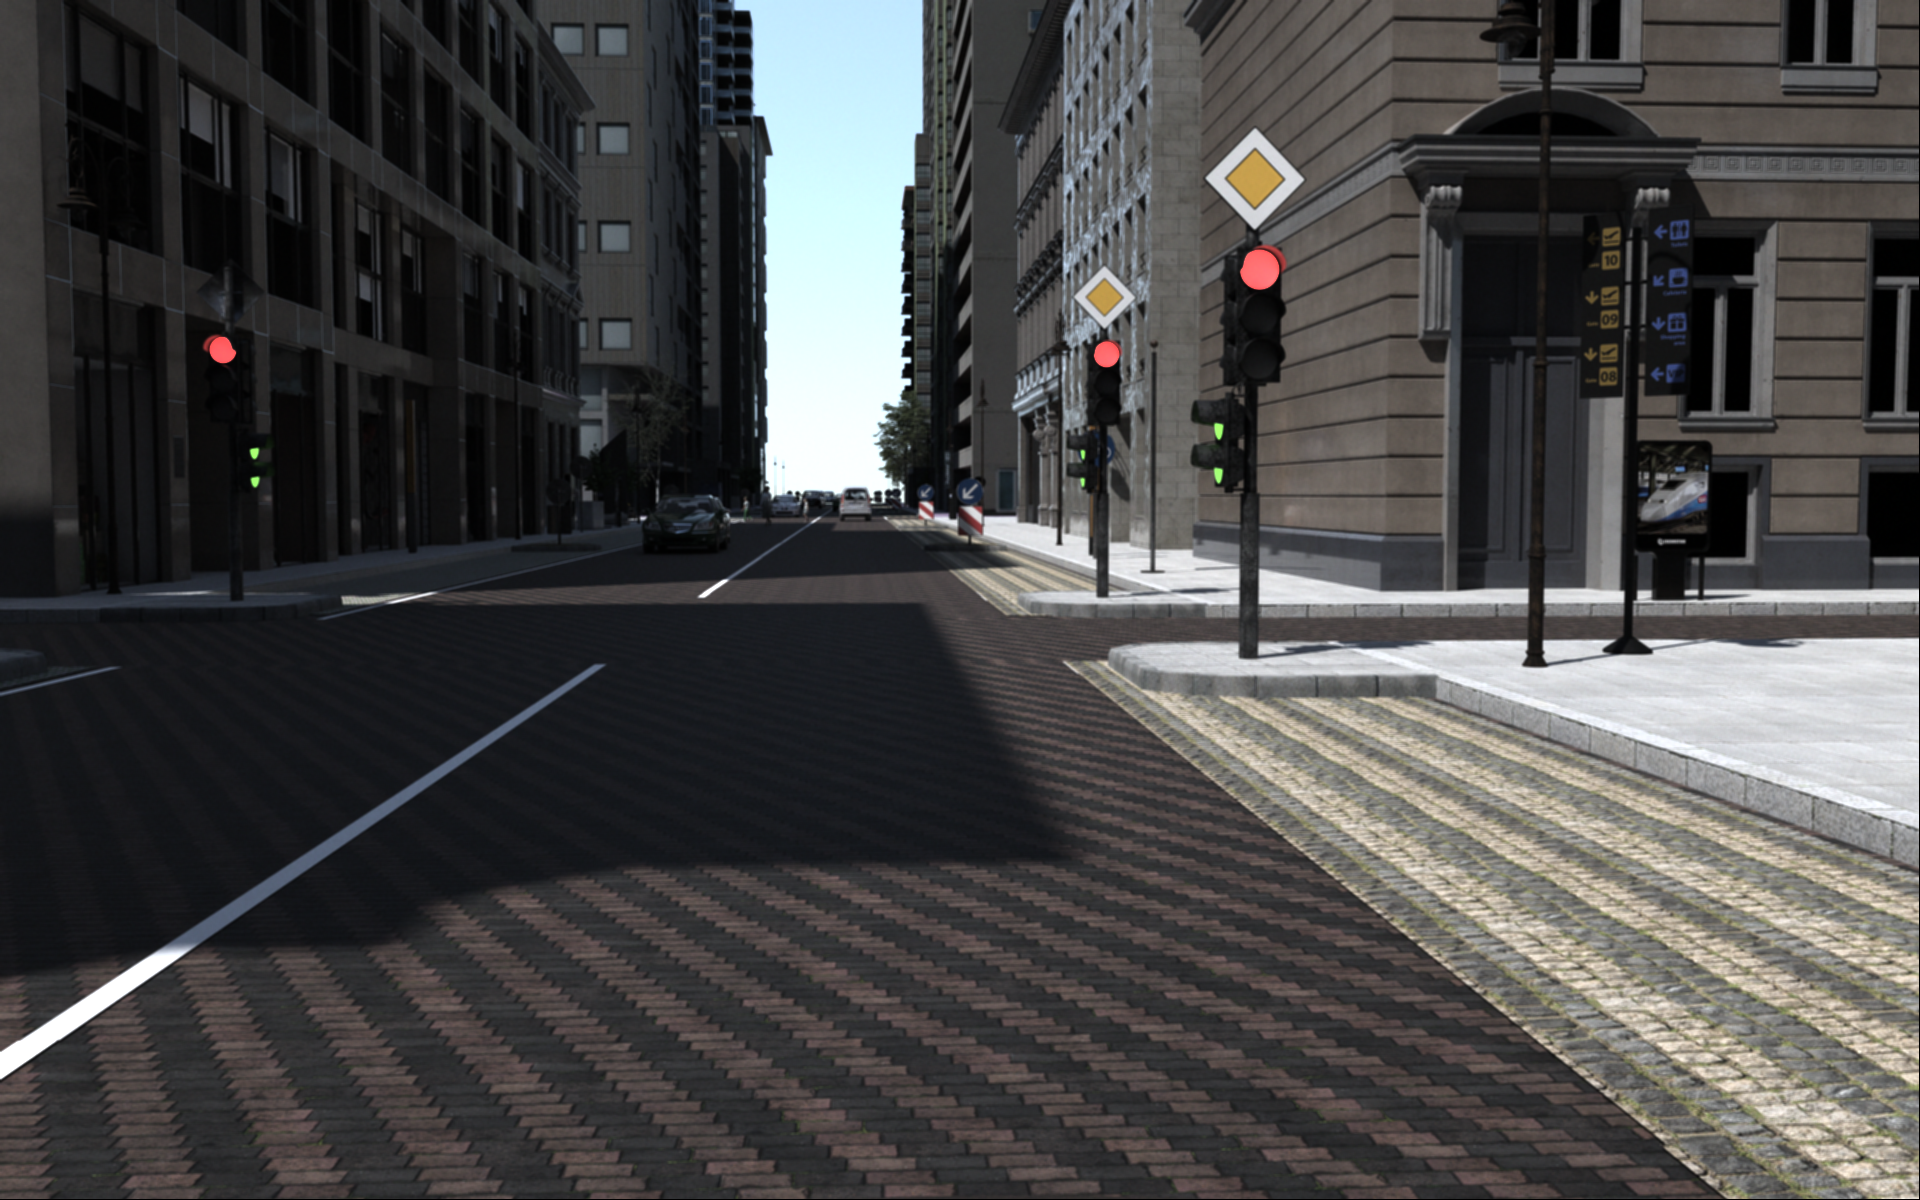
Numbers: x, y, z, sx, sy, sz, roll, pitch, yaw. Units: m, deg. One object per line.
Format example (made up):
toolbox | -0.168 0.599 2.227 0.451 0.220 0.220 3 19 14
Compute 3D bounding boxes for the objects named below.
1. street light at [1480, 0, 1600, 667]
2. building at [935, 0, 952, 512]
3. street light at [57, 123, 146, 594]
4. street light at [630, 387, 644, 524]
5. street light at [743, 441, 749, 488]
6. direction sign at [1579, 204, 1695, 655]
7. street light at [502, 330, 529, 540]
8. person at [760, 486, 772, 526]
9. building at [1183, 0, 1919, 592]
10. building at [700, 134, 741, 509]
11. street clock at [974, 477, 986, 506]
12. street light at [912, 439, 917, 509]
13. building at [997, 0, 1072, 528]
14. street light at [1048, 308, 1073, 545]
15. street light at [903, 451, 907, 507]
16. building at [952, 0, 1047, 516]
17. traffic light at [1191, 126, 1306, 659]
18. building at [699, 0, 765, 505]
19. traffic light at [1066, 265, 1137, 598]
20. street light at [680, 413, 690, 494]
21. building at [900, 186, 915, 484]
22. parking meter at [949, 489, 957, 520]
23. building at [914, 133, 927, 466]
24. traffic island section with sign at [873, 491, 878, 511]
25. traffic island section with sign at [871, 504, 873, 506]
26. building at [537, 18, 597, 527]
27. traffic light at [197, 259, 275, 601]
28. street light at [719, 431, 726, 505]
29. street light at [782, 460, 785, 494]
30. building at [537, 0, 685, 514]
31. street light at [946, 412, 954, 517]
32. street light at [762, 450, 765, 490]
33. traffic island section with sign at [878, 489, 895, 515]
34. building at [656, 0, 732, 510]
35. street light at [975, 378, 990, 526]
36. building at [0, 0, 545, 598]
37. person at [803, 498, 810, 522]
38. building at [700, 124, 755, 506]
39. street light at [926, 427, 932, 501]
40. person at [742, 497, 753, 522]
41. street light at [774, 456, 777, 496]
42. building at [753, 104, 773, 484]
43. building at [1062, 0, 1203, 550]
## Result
street light | 4.281 -2.442 12.718 0.468 5.910 1.993 0 4 -3
building | 4.878 -28.126 143.460 14.154 41.232 14.086 0 4 -3
street light | -10.883 -3.017 22.111 0.468 5.910 1.993 0 4 -3
street light | -13.940 -6.250 74.976 0.468 5.910 1.993 0 4 -3
street light | -18.558 -10.844 150.085 0.468 5.910 1.993 0 4 -3
direction sign | 5.399 -1.340 13.901 0.876 3.537 0.379 3 5 43
street light | -12.494 -4.648 48.790 0.468 5.910 1.993 0 4 -3
person | -8.651 -4.224 77.794 0.478 1.798 0.641 2 4 32
building | 14.860 -14.850 28.707 20.117 28.700 13.634 0 4 -3
building | -36.456 -28.330 155.080 32.217 40.220 23.993 0 4 -3
street clock | 0.800 -4.098 71.566 0.471 2.002 0.358 2 4 26
street light | -3.839 -10.597 146.052 0.468 5.910 1.993 0 4 -3
building | 7.045 -13.797 76.492 10.553 20.767 40.483 0 4 -3
street light | 2.495 -4.312 43.285 0.468 5.910 1.993 0 4 -3
street light | -5.465 -12.218 172.546 0.468 5.910 1.993 0 4 -3
building | 10.720 -29.813 111.145 21.300 48.544 21.600 0 4 -3
traffic light | 2.235 -1.498 13.416 0.839 4.253 0.868 0 4 -3
building | -34.534 -54.719 207.328 22.319 86.520 31.000 0 4 -3
traffic light | 1.750 -1.986 21.387 0.839 4.253 0.868 0 4 -3
street light | -15.473 -7.638 97.667 0.468 5.910 1.993 0 4 -3
building | 2.951 -35.911 241.765 22.147 44.769 28.867 0 4 -3
parking meter | -0.339 -4.828 87.352 0.372 1.533 0.369 0 3 0
building | 1.722 -31.567 199.713 14.154 41.232 14.086 0 4 -3
traffic island section with sign | -6.215 -8.510 147.767 1.989 1.847 2.006 0 4 -3
traffic island section with sign | -9.587 -11.910 203.349 1.989 1.847 2.006 0 4 -3
building | -20.940 -13.988 64.861 11.583 22.565 21.152 0 4 -3
traffic light | -8.691 -1.946 20.739 0.839 4.253 0.868 0 4 -3
street light | -16.963 -9.222 123.561 0.468 5.910 1.993 0 4 -3
street light | -23.735 -15.909 232.907 0.468 5.910 1.993 0 4 -3
building | -31.744 -31.749 108.342 28.713 52.752 27.495 0 4 -3
street light | -0.546 -7.483 95.132 0.468 5.910 1.993 0 4 -3
street light | -20.486 -12.723 180.804 0.468 5.910 1.993 0 4 -3
traffic island section with sign | -4.526 -6.815 120.058 1.989 1.847 2.006 0 4 -3
building | -28.316 -42.433 132.038 20.563 71.187 20.611 0 4 -3
street light | 0.893 -5.895 69.171 0.468 5.910 1.993 0 4 -3
building | -21.828 -14.222 37.039 19.350 26.468 34.151 0 4 -3
person | -7.710 -4.522 87.442 0.382 1.210 0.505 -1 4 -22
building | -29.626 -30.750 186.362 14.154 41.232 14.086 0 4 -3
street light | -2.179 -8.996 119.865 0.468 5.910 1.993 0 4 -3
person | -10.744 -4.575 87.548 0.590 1.304 0.306 1 4 14
street light | -22.074 -14.326 207.024 0.468 5.910 1.993 0 4 -3
building | -40.425 -39.634 237.248 28.713 52.752 27.495 0 4 -3
building | 9.031 -11.817 47.956 10.420 20.320 16.860 0 4 -3
